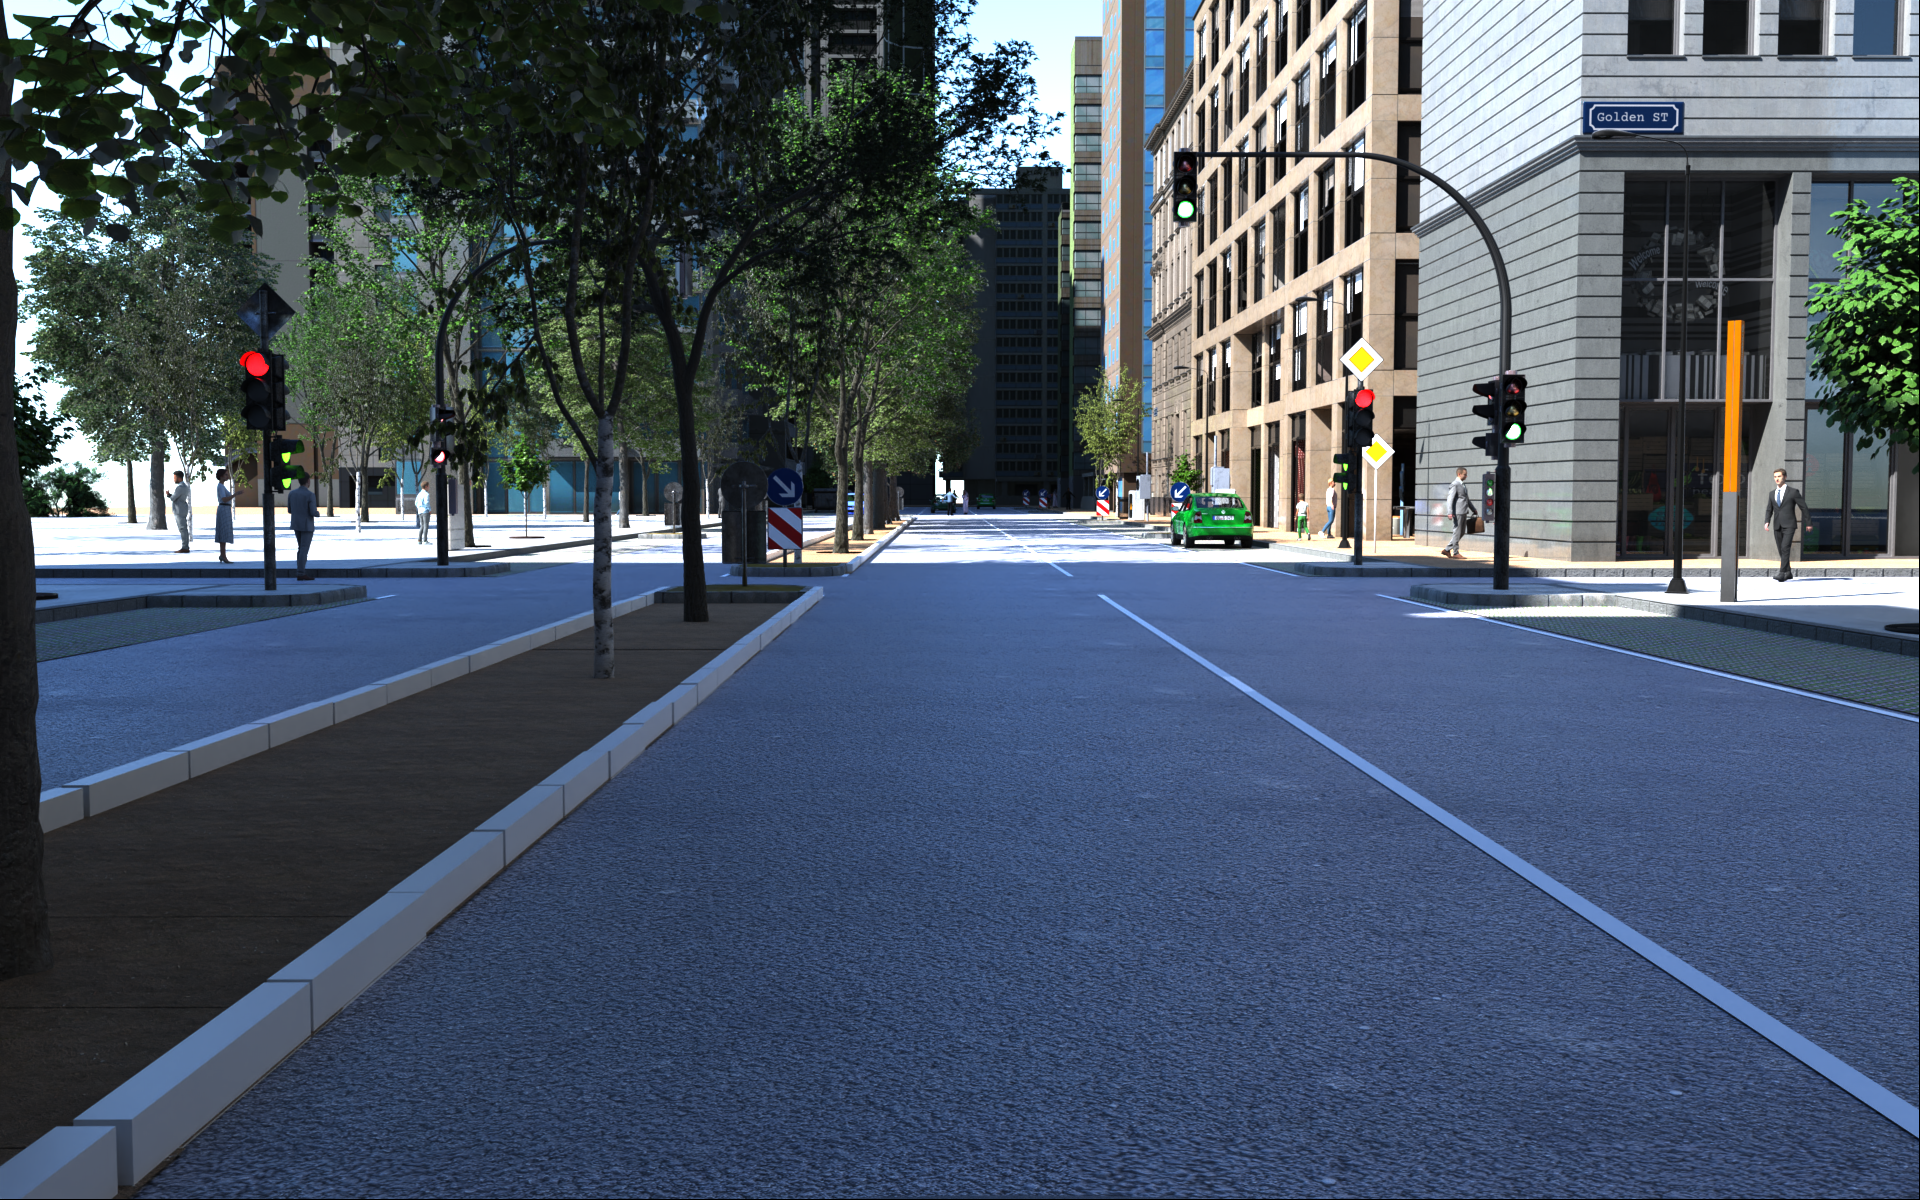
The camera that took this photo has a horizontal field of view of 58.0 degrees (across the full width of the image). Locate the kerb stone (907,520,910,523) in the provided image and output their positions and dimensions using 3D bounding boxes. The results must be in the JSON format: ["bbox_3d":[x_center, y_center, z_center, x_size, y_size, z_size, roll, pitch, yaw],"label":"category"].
[{"bbox_3d":[-2.468,-3.440,78.438,0.120,0.150,1.000,0,4,-1],"label":"kerb stone"}]

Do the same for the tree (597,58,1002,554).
[{"bbox_3d":[-2.751,-6.914,41.249,9.928,11.665,9.643,0,3,0],"label":"tree"}]

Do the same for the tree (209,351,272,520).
[{"bbox_3d":[-35.592,-8.251,85.259,4.737,8.622,4.395,0,3,0],"label":"tree"}]

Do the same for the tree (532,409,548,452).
[{"bbox_3d":[-25.687,-9.279,102.071,4.737,8.622,4.395,0,3,0],"label":"tree"}]

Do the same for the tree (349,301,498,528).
[{"bbox_3d":[-20.675,-7.052,65.661,4.737,8.622,4.395,0,3,0],"label":"tree"}]

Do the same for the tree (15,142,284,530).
[{"bbox_3d":[-28.856,-9.492,61.842,9.857,13.997,8.962,0,3,0],"label":"tree"}]

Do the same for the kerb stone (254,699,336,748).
[{"bbox_3d":[-3.925,0.734,10.189,0.120,0.150,1.000,0,4,-1],"label":"kerb stone"}]

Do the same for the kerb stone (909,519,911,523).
[{"bbox_3d":[-2.515,-3.628,81.507,0.120,0.150,1.000,0,4,-1],"label":"kerb stone"}]

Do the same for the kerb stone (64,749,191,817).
[{"bbox_3d":[-3.901,0.860,8.132,0.120,0.150,1.000,0,4,-1],"label":"kerb stone"}]

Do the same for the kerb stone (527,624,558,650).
[{"bbox_3d":[-3.992,0.361,16.340,0.120,0.150,1.000,0,4,-1],"label":"kerb stone"}]

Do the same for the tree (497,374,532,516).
[{"bbox_3d":[-26.735,-8.941,96.554,4.737,8.622,4.395,0,3,0],"label":"tree"}]

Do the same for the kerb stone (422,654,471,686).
[{"bbox_3d":[-3.960,0.550,13.263,0.120,0.150,1.000,0,4,-1],"label":"kerb stone"}]

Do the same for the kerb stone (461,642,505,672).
[{"bbox_3d":[-3.965,0.487,14.296,0.120,0.150,1.000,0,4,-1],"label":"kerb stone"}]

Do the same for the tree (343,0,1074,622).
[{"bbox_3d":[-2.935,-5.049,19.415,8.767,10.594,7.601,0,4,-1],"label":"tree"}]

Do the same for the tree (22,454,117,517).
[{"bbox_3d":[-56.332,-11.723,93.488,13.155,14.587,18.604,2,4,30],"label":"tree"}]

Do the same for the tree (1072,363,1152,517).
[{"bbox_3d":[8.539,-8.939,96.513,4.737,8.622,4.395,0,3,0],"label":"tree"}]

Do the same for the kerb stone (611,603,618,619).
[{"bbox_3d":[-4.017,0.171,19.411,0.120,0.150,1.000,0,4,-1],"label":"kerb stone"}]

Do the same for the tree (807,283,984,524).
[{"bbox_3d":[-3.527,-10.490,90.975,9.611,12.733,9.660,0,3,0],"label":"tree"}]

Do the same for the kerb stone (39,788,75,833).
[{"bbox_3d":[-3.899,0.929,7.095,0.120,0.150,1.000,0,4,-1],"label":"kerb stone"}]

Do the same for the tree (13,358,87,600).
[{"bbox_3d":[-11.737,-1.617,21.043,1.663,3.219,1.824,0,3,0],"label":"tree"}]

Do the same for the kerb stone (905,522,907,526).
[{"bbox_3d":[-2.429,-3.123,73.315,0.120,0.150,1.000,0,4,-1],"label":"kerb stone"}]

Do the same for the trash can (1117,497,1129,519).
[{"bbox_3d":[8.487,-4.772,89.680,0.748,1.137,0.748,0,3,0],"label":"trash can"}]

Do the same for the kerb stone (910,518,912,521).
[{"bbox_3d":[-2.522,-3.753,83.556,0.120,0.150,1.000,0,4,-1],"label":"kerb stone"}]

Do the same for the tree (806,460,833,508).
[{"bbox_3d":[-13.408,-11.014,163.792,4.285,4.588,4.351,0,3,0],"label":"tree"}]

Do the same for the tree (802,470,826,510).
[{"bbox_3d":[-12.322,-8.956,141.030,1.663,3.219,1.824,0,3,0],"label":"tree"}]

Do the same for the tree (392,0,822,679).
[{"bbox_3d":[-2.779,-3.706,13.407,4.360,8.622,3.978,0,3,0],"label":"tree"}]

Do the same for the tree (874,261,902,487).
[{"bbox_3d":[-3.093,-4.893,32.827,4.360,8.622,3.978,0,3,0],"label":"tree"}]

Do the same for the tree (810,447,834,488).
[{"bbox_3d":[-13.768,-14.249,183.332,4.737,8.622,4.395,0,3,0],"label":"tree"}]

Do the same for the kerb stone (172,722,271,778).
[{"bbox_3d":[-3.914,0.797,9.161,0.120,0.150,1.000,0,4,-1],"label":"kerb stone"}]

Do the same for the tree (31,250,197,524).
[{"bbox_3d":[-36.265,-9.140,75.191,9.928,11.665,9.643,0,3,0],"label":"tree"}]

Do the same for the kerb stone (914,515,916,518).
[{"bbox_3d":[-2.629,-4.443,94.833,0.120,0.150,1.000,0,4,-1],"label":"kerb stone"}]

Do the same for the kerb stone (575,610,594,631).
[{"bbox_3d":[-4.013,0.235,18.384,0.120,0.150,1.000,0,4,-1],"label":"kerb stone"}]

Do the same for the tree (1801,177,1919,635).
[{"bbox_3d":[9.356,-1.968,15.891,4.285,4.588,4.351,0,3,0],"label":"tree"}]

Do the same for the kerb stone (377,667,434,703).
[{"bbox_3d":[-3.947,0.614,12.241,0.120,0.150,1.000,0,4,-1],"label":"kerb stone"}]

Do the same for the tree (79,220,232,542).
[{"bbox_3d":[-20.829,-5.857,46.119,4.360,8.622,3.978,0,3,0],"label":"tree"}]

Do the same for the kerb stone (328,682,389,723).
[{"bbox_3d":[-3.932,0.679,11.211,0.120,0.150,1.000,0,4,-1],"label":"kerb stone"}]

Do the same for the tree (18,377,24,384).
[{"bbox_3d":[-38.956,-7.164,67.495,4.360,8.622,3.978,0,3,0],"label":"tree"}]

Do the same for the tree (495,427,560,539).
[{"bbox_3d":[-12.694,-3.396,50.132,1.663,3.219,1.824,0,3,0],"label":"tree"}]

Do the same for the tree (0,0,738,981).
[{"bbox_3d":[-3.062,-5.177,5.220,7.486,12.596,7.792,0,3,0],"label":"tree"}]

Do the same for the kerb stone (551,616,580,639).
[{"bbox_3d":[-3.999,0.299,17.362,0.120,0.150,1.000,0,4,-1],"label":"kerb stone"}]

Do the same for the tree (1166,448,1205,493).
[{"bbox_3d":[9.571,-4.837,73.679,1.663,3.219,1.824,0,3,0],"label":"tree"}]

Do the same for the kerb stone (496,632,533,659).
[{"bbox_3d":[-3.981,0.421,15.318,0.120,0.150,1.000,0,4,-1],"label":"kerb stone"}]

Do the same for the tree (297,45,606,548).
[{"bbox_3d":[-12.060,-7.074,41.413,9.928,11.665,9.643,0,3,0],"label":"tree"}]

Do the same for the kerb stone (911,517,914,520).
[{"bbox_3d":[-2.574,-4.064,88.693,0.120,0.150,1.000,0,4,-1],"label":"kerb stone"}]

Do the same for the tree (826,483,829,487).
[{"bbox_3d":[-12.804,-10.009,158.253,1.663,3.219,1.824,0,3,0],"label":"tree"}]

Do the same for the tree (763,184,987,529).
[{"bbox_3d":[-3.423,-9.903,71.020,9.857,13.997,8.962,0,3,0],"label":"tree"}]
